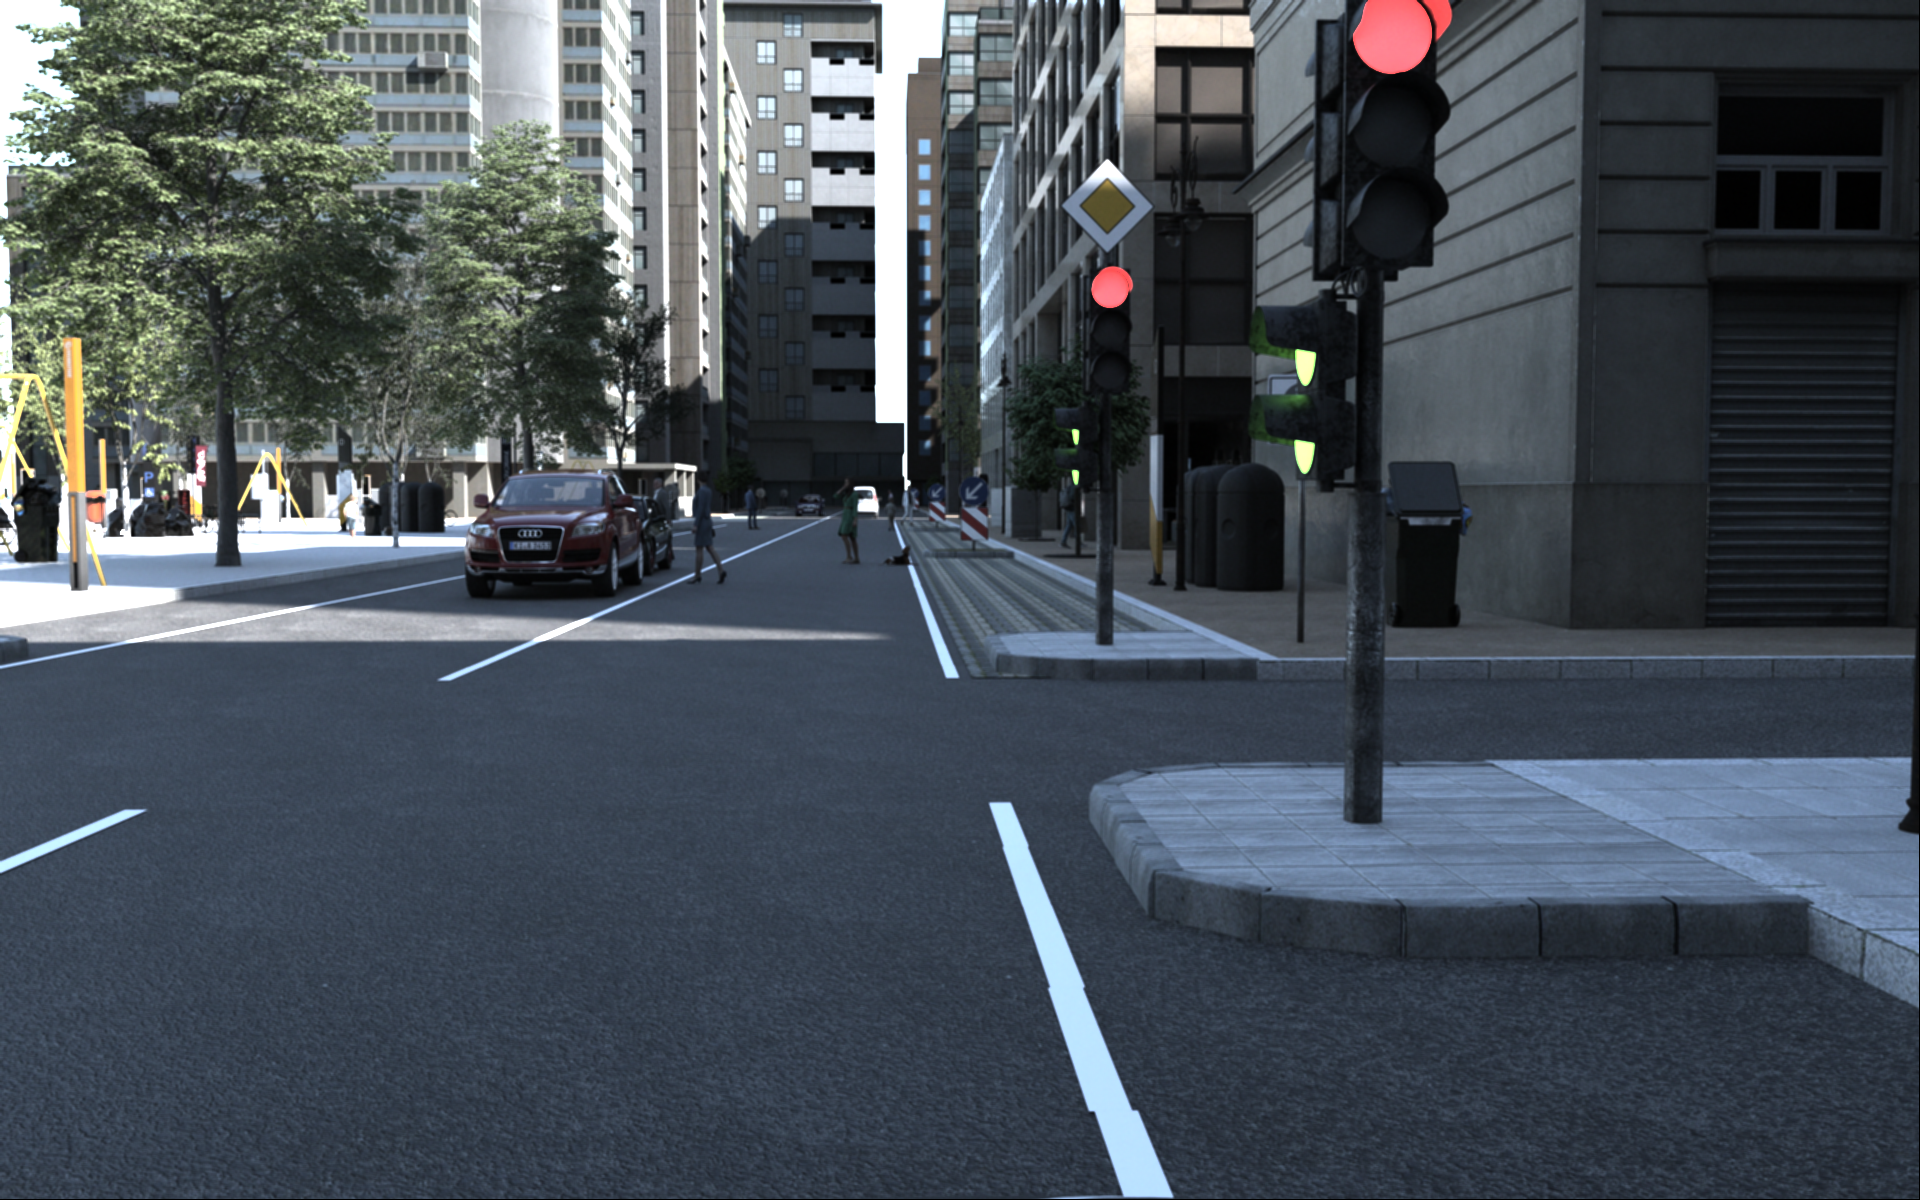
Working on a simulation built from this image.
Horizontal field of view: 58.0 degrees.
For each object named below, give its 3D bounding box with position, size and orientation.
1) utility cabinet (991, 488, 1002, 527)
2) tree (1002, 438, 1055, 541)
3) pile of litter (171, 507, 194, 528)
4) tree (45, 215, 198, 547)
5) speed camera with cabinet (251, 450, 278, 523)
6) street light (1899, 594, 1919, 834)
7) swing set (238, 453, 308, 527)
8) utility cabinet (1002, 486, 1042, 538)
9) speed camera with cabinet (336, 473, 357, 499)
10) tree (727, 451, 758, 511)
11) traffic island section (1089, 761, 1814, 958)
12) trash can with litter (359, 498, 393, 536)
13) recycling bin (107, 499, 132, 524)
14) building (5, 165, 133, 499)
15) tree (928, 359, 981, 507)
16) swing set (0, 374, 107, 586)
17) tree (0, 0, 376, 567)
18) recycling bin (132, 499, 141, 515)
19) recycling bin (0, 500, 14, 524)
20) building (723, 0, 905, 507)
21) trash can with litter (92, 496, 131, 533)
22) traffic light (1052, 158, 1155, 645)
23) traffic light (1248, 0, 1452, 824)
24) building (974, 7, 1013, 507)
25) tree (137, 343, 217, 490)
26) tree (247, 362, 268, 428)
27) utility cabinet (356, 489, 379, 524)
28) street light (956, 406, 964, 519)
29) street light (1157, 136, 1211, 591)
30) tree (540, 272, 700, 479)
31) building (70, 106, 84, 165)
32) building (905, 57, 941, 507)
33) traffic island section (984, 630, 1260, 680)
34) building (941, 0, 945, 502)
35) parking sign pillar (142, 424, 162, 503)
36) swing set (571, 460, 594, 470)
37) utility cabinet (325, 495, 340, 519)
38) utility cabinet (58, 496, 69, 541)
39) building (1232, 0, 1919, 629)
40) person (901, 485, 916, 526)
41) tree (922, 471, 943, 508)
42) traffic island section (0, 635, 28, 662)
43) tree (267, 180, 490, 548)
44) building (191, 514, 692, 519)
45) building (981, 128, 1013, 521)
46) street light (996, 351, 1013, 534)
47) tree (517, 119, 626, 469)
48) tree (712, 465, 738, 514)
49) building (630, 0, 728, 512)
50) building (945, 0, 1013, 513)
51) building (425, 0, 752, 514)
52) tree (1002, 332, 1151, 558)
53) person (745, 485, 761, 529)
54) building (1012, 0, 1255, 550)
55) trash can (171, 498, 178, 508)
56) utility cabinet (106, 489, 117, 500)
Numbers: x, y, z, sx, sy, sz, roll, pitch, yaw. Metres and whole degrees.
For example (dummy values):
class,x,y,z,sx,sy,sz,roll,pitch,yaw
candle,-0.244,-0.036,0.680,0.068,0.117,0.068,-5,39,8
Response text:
class,x,y,z,sx,sy,sz,roll,pitch,yaw
utility cabinet,1.777,-3.585,67.288,1.173,1.500,0.318,2,4,34
tree,2.094,-3.250,47.735,1.663,3.219,1.824,0,3,0
pile of litter,-29.338,-3.102,64.684,1.719,0.858,1.176,0,4,6
tree,-20.311,-5.591,41.780,4.737,8.622,4.395,0,3,0
speed camera with cabinet,-31.480,-5.149,78.523,0.660,3.252,2.038,0,4,0
street light,3.677,-2.057,6.418,0.468,5.910,1.993,0,4,-3
swing set,-26.979,-4.274,67.497,2.862,2.851,3.119,-1,4,-22
utility cabinet,1.857,-2.559,50.524,1.173,1.500,0.318,-3,5,-39
speed camera with cabinet,-27.011,-5.121,78.061,0.660,3.252,2.038,3,5,42
tree,-16.951,-9.011,131.046,4.285,4.588,4.351,0,3,0
traffic island section,1.605,0.946,6.806,2.009,0.180,2.903,0,4,-3
trash can with litter,-17.886,-2.564,53.309,1.055,1.170,0.624,-3,5,-43
recycling bin,-35.656,-3.715,73.297,0.722,1.027,0.722,-3,5,-41
building,-74.438,-23.434,154.842,14.107,30.474,14.160,0,4,-3
tree,0.432,-8.836,94.839,4.737,8.622,4.395,0,3,0
swing set,-13.397,-1.544,22.872,3.119,2.851,2.862,0,4,7
tree,-13.435,-6.886,30.713,7.486,12.596,7.792,0,3,0
recycling bin,-41.415,-4.581,87.450,0.722,1.027,0.722,0,4,8
recycling bin,-40.662,-3.757,73.988,0.722,1.027,0.722,-3,5,-44
building,-19.832,-36.538,186.631,27.495,52.752,28.713,0,4,-3
trash can with litter,-28.378,-2.862,57.853,1.678,1.210,2.233,2,4,28
traffic light,1.214,-1.575,14.667,0.839,4.253,0.868,0,4,-3
traffic light,1.564,-1.087,6.690,0.839,4.253,0.868,0,4,-3
building,7.754,-20.525,107.277,14.160,30.474,14.107,0,4,-3
tree,-37.226,-8.123,83.174,4.360,8.622,3.978,0,3,0
tree,-32.054,-8.115,83.050,4.360,8.622,3.978,0,3,0
utility cabinet,-24.831,-3.928,72.905,1.173,1.500,0.318,1,4,21
street light,0.004,-7.137,89.482,0.468,5.910,1.993,0,4,-3
street light,2.932,-3.064,22.885,0.468,5.910,1.993,0,4,-3
tree,-14.739,-8.519,73.696,8.767,10.594,7.601,3,4,38
building,-76.992,-32.231,181.601,28.867,44.769,22.147,0,4,-3
building,1.520,-32.495,181.409,14.200,45.320,14.600,0,4,-3
traffic island section,1.254,0.459,14.783,2.009,0.180,2.903,0,4,-3
building,9.315,-32.436,154.026,21.300,48.544,21.600,0,4,-3
parking sign pillar,-30.915,-4.761,66.317,1.447,3.967,1.447,-1,4,-13
swing set,-17.754,-5.130,81.501,2.862,2.851,3.119,0,4,-2
utility cabinet,-31.983,-4.749,88.812,1.020,1.237,0.306,0,4,0
utility cabinet,-24.919,-2.251,47.968,0.306,1.237,1.020,-3,4,-38
building,19.676,-11.638,23.565,30.059,22.955,16.112,0,4,-3
person,-2.335,-4.256,77.958,0.514,1.842,0.818,-3,5,-40
tree,-2.237,-9.250,145.845,1.663,3.219,1.824,0,3,0
traffic island section,-9.177,0.486,14.331,2.009,0.180,2.903,0,4,-3
tree,-13.479,-5.570,41.430,4.360,8.622,3.978,0,3,0
building,-32.303,-25.015,100.879,32.217,40.220,23.993,0,4,-3
building,6.652,-13.893,81.906,10.420,20.320,16.860,0,4,-3
street light,1.422,-5.098,56.141,0.468,5.910,1.993,0,4,-3
tree,-13.585,-8.248,52.978,7.486,12.596,7.792,0,3,0
tree,-15.379,-7.260,113.295,1.663,3.219,1.824,0,3,0
building,-23.920,-26.706,120.237,14.154,41.232,14.086,0,4,-3
building,5.919,-26.750,120.952,14.154,41.232,14.086,0,4,-3
building,-30.316,-27.890,147.884,23.993,40.220,32.217,0,4,-3
tree,2.430,-3.155,35.296,4.285,4.588,4.351,0,3,0
person,-8.474,-3.778,70.458,0.721,1.800,0.419,3,5,41
building,12.541,-15.398,56.274,19.350,26.468,34.151,0,4,-3
trash can,-32.094,-3.628,70.973,0.748,1.137,0.748,0,3,0
utility cabinet,-38.681,-4.270,78.490,1.173,1.500,0.318,2,4,30
